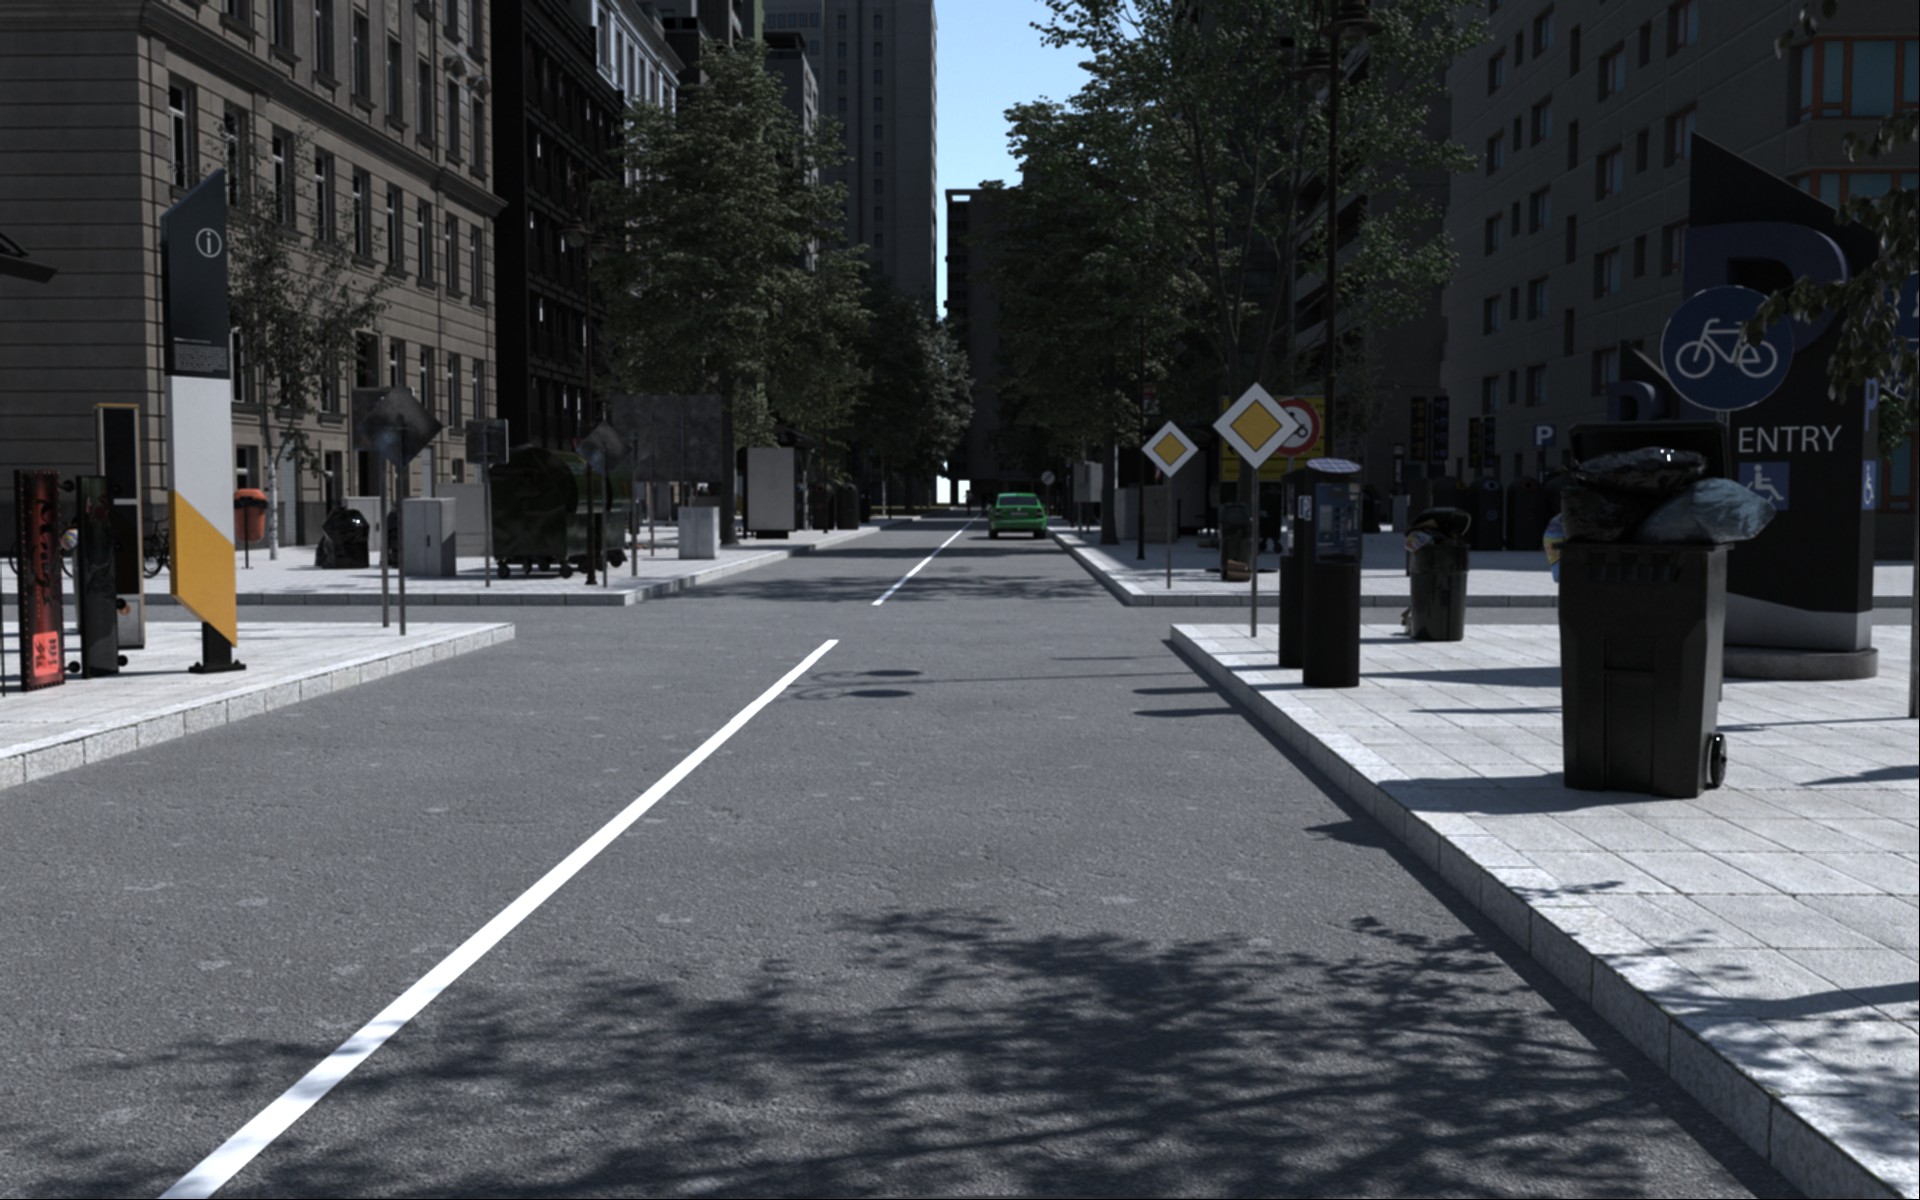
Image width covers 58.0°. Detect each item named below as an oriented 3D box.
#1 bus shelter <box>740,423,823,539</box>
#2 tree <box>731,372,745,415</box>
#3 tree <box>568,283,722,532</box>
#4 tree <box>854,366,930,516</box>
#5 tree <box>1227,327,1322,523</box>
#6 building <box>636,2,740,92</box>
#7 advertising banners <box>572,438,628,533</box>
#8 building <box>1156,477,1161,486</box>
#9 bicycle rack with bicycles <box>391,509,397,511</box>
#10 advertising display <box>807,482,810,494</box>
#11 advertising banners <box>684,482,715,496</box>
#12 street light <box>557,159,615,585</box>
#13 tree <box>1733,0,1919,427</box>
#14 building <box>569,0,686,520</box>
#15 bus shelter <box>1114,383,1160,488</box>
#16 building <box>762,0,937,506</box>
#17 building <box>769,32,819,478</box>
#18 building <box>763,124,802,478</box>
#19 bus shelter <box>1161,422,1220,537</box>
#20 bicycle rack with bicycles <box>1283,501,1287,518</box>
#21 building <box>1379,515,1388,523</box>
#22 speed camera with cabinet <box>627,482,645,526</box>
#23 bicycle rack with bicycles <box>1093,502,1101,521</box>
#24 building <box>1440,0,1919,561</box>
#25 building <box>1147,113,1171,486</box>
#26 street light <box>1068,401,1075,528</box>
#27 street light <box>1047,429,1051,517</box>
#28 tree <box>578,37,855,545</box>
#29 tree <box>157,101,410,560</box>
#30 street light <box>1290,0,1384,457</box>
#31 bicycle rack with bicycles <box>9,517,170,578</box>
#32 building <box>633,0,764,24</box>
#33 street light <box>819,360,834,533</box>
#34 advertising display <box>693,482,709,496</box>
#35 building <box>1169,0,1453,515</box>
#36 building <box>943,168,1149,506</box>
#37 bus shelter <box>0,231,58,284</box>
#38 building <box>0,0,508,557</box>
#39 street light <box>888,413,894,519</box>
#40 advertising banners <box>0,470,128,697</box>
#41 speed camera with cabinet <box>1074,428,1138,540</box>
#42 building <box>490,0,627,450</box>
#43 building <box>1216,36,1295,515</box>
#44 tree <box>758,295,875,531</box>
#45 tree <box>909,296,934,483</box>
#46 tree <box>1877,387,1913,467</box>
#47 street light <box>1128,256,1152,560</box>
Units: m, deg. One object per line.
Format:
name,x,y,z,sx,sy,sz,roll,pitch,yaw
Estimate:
bus shelter,-5.382,-3.549,51.950,2.014,3.302,5.546,0,4,1
tree,-11.397,-7.567,74.081,4.360,8.622,3.978,0,3,0
tree,-10.669,-6.599,58.259,4.360,8.622,3.978,0,3,0
tree,-4.157,-9.099,99.130,4.360,8.622,3.978,0,3,0
tree,13.847,-7.662,75.641,4.737,8.622,4.395,0,3,0
building,-21.360,-20.454,106.127,14.160,30.474,14.107,0,4,1
advertising banners,-11.365,-3.579,54.697,0.090,3.025,2.074,3,5,42
building,28.429,-43.582,150.818,20.563,71.187,20.611,0,4,1
bicycle rack with bicycles,-13.181,-1.718,41.469,2.852,0.926,2.925,1,4,18
advertising display,-6.911,-4.462,78.160,0.123,1.923,0.974,-1,4,-13
advertising banners,-13.290,-5.593,87.637,2.074,3.025,0.090,2,4,27
street light,-5.219,-3.153,24.344,0.468,5.910,1.993,0,4,1
tree,3.417,-3.315,4.557,4.360,8.622,3.978,0,3,0
building,-21.828,-18.291,84.958,13.634,28.700,20.117,0,4,1
bus shelter,6.059,-5.037,59.992,2.179,5.291,8.768,0,4,1
building,-16.853,-40.433,203.073,28.212,58.520,21.231,0,4,1
building,-20.107,-28.934,156.672,14.086,41.232,14.154,0,4,1
building,-20.150,-22.202,134.699,14.160,30.474,14.107,0,4,1
bus shelter,6.961,-3.513,51.353,2.014,3.302,5.546,0,4,1
bicycle rack with bicycles,16.538,-4.698,90.194,2.852,0.926,2.925,-2,4,-28
building,29.170,-28.304,86.473,21.300,48.544,21.600,0,4,1
speed camera with cabinet,-13.198,-4.616,69.813,0.660,3.252,2.038,-1,4,-22
bicycle rack with bicycles,6.838,-4.230,82.544,2.852,0.926,2.925,0,4,-5
building,30.937,-12.305,46.224,28.899,21.520,27.650,0,4,1
building,29.055,-33.583,199.187,14.200,45.320,14.600,0,4,1
street light,4.300,-5.700,65.977,0.468,5.910,1.993,0,4,1
street light,5.099,-7.669,98.171,0.468,5.910,1.993,0,4,1
tree,-5.835,-7.652,43.240,7.486,12.596,7.792,0,3,0
tree,-13.126,-5.086,33.516,4.360,8.622,3.978,0,3,0
street light,3.005,-2.522,14.016,0.468,5.910,1.993,0,4,1
bicycle rack with bicycles,-12.780,-0.827,26.902,2.925,0.926,2.852,2,4,24
building,-21.390,-26.690,119.978,14.154,41.232,14.086,0,4,1
street light,-4.403,-5.124,56.562,0.468,5.910,1.993,0,4,1
advertising display,-13.908,-5.375,93.090,0.123,1.923,0.974,3,5,43
building,27.493,-30.994,130.461,21.300,48.544,21.600,0,4,1
building,10.180,-31.586,208.308,23.993,40.220,32.217,0,4,1
bus shelter,-7.388,-0.950,9.463,2.014,3.302,5.546,0,4,1
building,-21.678,-15.245,46.522,12.463,27.353,25.104,0,4,1
street light,-3.615,-7.118,89.169,0.468,5.910,1.993,0,4,1
advertising banners,-6.055,-0.930,11.386,0.090,3.025,2.074,0,4,0
speed camera with cabinet,4.160,-3.361,49.283,0.660,3.252,2.038,-3,5,-43
building,-20.785,-14.520,67.086,12.332,23.373,15.834,0,4,1
building,23.656,-20.892,113.283,14.160,30.474,14.107,0,4,1
tree,-5.299,-6.726,60.328,4.737,8.622,4.395,0,3,0
tree,-4.461,-10.087,83.050,7.486,12.596,7.792,0,3,0
tree,13.032,-2.597,26.174,4.285,4.588,4.351,0,3,0
street light,3.548,-3.731,33.790,0.468,5.910,1.993,0,4,1
